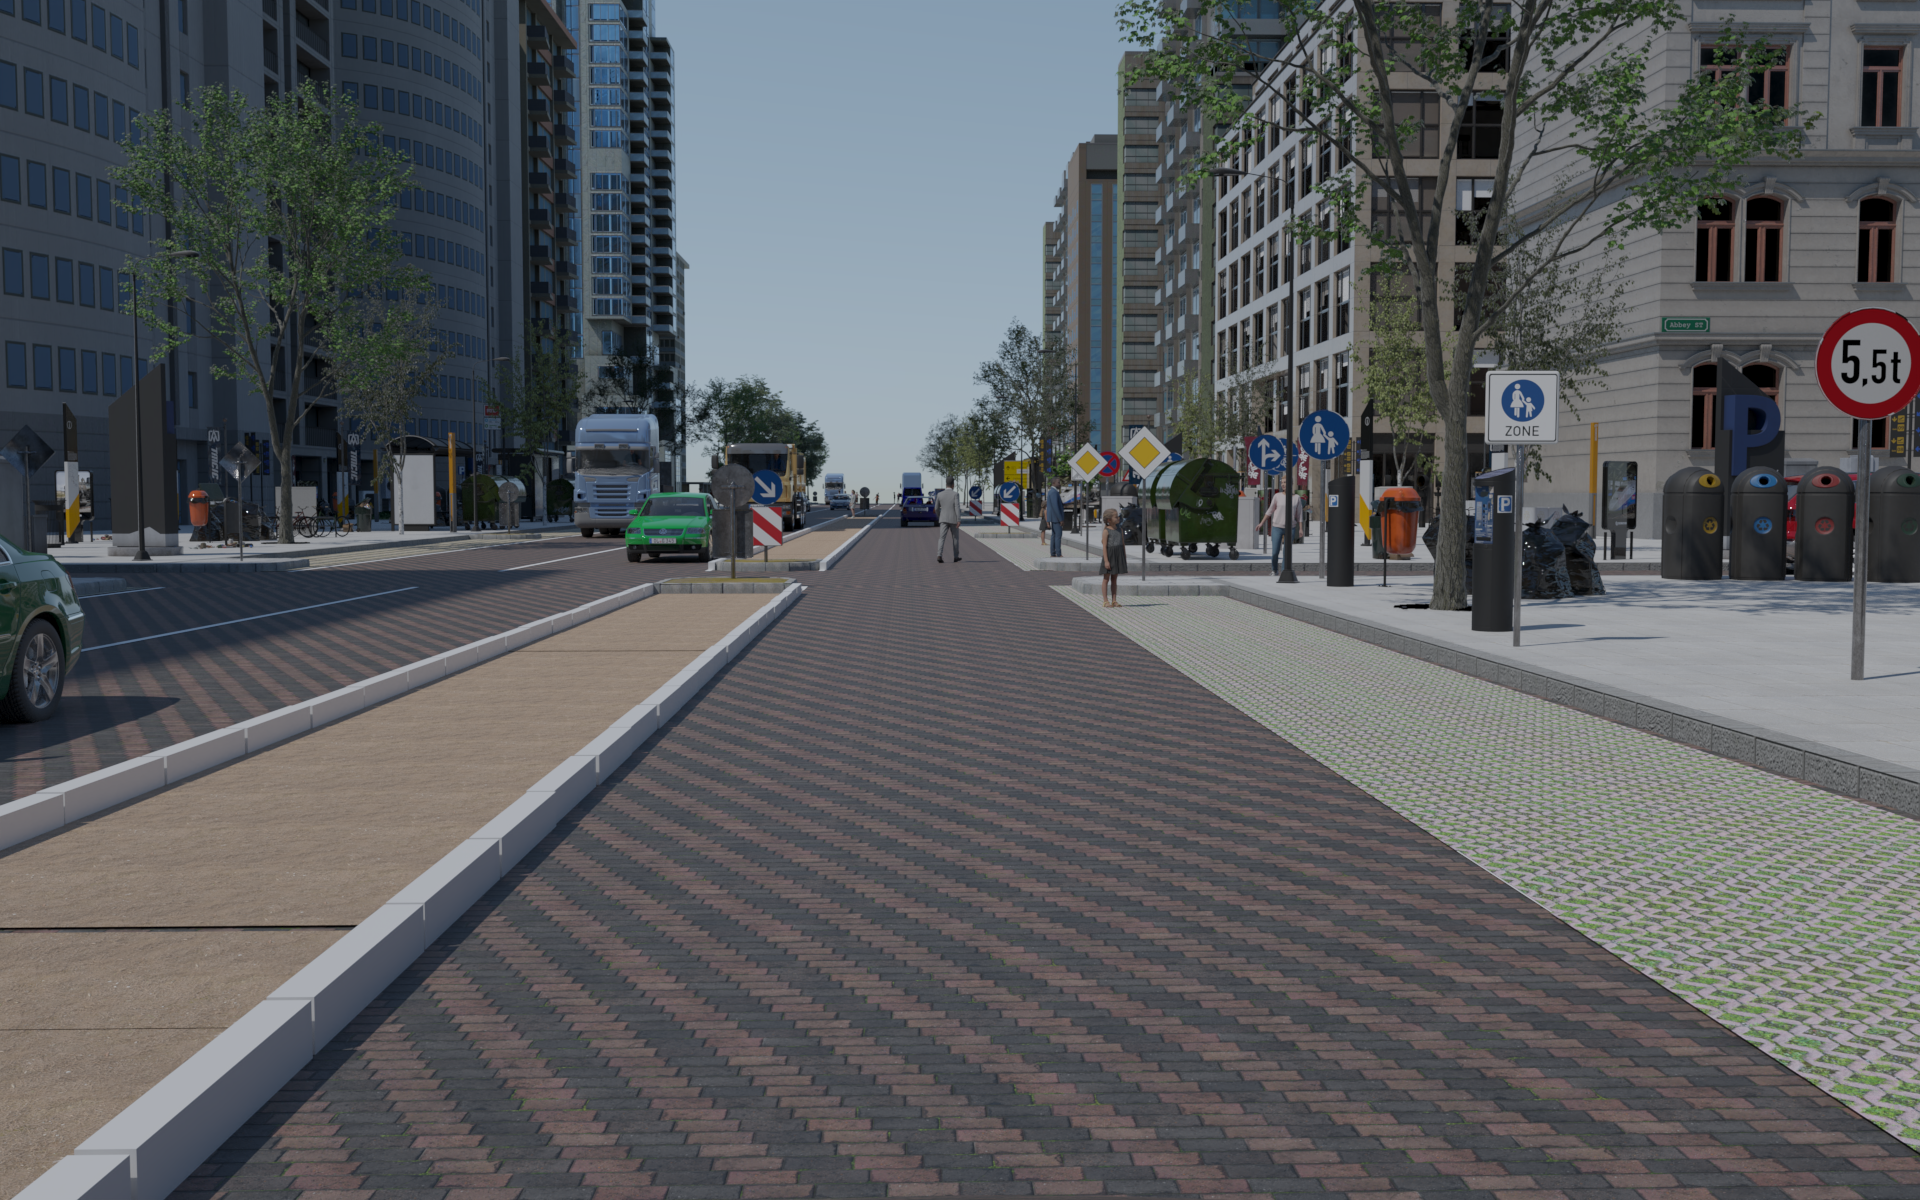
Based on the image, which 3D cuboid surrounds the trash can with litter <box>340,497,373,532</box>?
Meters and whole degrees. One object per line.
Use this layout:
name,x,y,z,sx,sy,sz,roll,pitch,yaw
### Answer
trash can with litter,-20.303,-2.865,58.237,1.055,1.170,0.624,0,4,-5

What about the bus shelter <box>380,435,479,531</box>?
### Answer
bus shelter,-18.894,-4.165,62.018,2.014,3.302,5.546,0,4,-2

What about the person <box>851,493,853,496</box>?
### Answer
person,-11.858,-11.325,193.534,0.599,1.838,0.709,-2,4,-23

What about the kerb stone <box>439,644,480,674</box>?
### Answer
kerb stone,-4.113,0.495,14.102,0.120,0.150,1.000,0,4,-2

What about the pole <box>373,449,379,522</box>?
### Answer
pole,-26.683,-5.217,79.145,0.158,3.312,0.155,0,3,0

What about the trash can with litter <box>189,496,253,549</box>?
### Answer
trash can with litter,-17.714,-1.852,41.343,1.678,1.210,2.233,1,4,13

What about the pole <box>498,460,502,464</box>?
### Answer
pole,-25.737,-6.309,97.002,0.158,3.312,0.155,0,3,0

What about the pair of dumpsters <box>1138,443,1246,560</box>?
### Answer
pair of dumpsters,4.714,-2.016,35.451,1.574,2.255,4.437,0,4,-2

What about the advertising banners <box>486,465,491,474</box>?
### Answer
advertising banners,-28.779,-6.507,102.578,2.074,3.025,0.090,-2,4,-33

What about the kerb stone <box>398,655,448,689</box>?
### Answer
kerb stone,-4.081,0.558,13.076,0.120,0.150,1.000,0,4,-2

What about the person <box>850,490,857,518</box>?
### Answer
person,-6.332,-5.702,102.726,0.522,1.701,0.512,-2,4,-28

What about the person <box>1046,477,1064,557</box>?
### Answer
person,2.075,-1.762,37.490,0.419,1.800,0.721,-1,4,-13

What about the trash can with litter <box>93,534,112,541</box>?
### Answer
trash can with litter,-23.484,-2.285,48.425,2.233,1.210,1.678,3,4,38

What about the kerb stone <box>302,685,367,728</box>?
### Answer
kerb stone,-4.010,0.686,11.023,0.120,0.150,1.000,0,4,-2

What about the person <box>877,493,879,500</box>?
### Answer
person,-11.255,-13.985,238.616,0.415,1.643,0.593,-1,4,-20

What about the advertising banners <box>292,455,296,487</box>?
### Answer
advertising banners,-30.111,-4.994,77.836,0.090,3.025,2.074,-2,4,-34

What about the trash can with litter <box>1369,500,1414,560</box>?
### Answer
trash can with litter,8.502,-1.379,33.926,0.624,1.170,1.055,-2,4,-25

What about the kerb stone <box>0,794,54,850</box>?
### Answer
kerb stone,-3.891,0.937,6.933,0.120,0.150,1.000,0,4,-2

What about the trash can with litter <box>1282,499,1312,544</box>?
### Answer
trash can with litter,8.533,-2.015,44.329,0.624,1.170,1.055,2,4,35

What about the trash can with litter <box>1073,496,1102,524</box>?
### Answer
trash can with litter,5.907,-3.932,75.349,2.233,1.210,1.678,-3,5,-40

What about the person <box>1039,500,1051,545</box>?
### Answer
person,2.376,-2.140,48.164,0.373,1.253,0.362,-1,4,-10

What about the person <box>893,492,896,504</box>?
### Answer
person,-9.290,-14.580,247.704,0.721,1.723,1.217,0,4,-4

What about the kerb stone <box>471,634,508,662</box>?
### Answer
kerb stone,-4.145,0.433,15.124,0.120,0.150,1.000,0,4,-2

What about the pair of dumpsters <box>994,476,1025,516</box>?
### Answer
pair of dumpsters,2.808,-5.834,97.886,1.574,2.255,4.437,0,4,-2

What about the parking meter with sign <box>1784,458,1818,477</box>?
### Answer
parking meter with sign,17.740,-2.470,36.650,1.738,3.016,0.543,0,4,6

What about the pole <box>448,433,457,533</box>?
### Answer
pole,-16.912,-3.908,57.731,0.158,3.312,0.155,0,3,0

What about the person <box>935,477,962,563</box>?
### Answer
person,-0.242,-1.678,36.211,0.678,1.792,0.850,2,4,24

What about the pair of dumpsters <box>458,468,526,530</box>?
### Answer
pair of dumpsters,-17.019,-3.703,63.039,1.574,2.255,4.437,0,4,-2

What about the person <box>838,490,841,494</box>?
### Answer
person,-12.917,-10.802,185.119,0.705,1.824,1.348,2,4,27

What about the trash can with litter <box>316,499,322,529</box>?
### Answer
trash can with litter,-24.043,-3.179,63.035,1.678,1.210,2.233,2,4,33

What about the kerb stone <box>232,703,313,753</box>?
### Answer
kerb stone,-3.984,0.746,10.001,0.120,0.150,1.000,0,4,-2

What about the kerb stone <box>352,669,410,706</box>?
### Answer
kerb stone,-4.046,0.621,12.044,0.120,0.150,1.000,0,4,-2

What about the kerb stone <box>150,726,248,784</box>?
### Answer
kerb stone,-3.959,0.808,8.979,0.120,0.150,1.000,0,4,-2

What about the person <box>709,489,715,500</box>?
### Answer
person,-15.804,-6.245,110.572,1.348,1.831,0.705,3,4,39

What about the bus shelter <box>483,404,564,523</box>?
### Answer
bus shelter,-20.283,-6.275,80.224,2.179,5.291,8.768,0,4,-2

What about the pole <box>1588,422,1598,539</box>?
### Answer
pole,18.055,-3.396,49.370,0.158,3.312,0.155,0,3,0

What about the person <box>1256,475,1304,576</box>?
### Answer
person,5.152,-1.153,28.030,0.731,1.740,0.598,0,4,1

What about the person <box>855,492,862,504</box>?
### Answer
person,-13.561,-13.400,228.303,1.217,1.736,0.721,-1,4,-17

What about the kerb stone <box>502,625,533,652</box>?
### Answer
kerb stone,-4.176,0.374,16.159,0.120,0.150,1.000,0,4,-2

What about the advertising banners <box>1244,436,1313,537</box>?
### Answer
advertising banners,9.548,-3.415,52.019,2.074,3.025,0.090,1,4,19

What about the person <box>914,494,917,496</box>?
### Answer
person,-3.043,-6.372,115.903,0.599,1.433,0.991,-1,4,-17

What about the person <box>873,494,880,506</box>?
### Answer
person,-9.761,-11.665,202.485,1.065,1.426,0.557,3,5,40

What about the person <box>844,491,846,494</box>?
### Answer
person,-13.677,-12.102,206.347,0.705,1.826,1.348,-2,4,-25

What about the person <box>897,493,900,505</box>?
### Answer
person,-8.309,-13.682,233.674,0.415,1.643,0.593,1,4,22

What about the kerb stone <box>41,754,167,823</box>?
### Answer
kerb stone,-3.930,0.871,7.955,0.120,0.150,1.000,0,4,-2

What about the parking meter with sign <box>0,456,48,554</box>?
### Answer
parking meter with sign,-19.101,-2.342,34.553,0.543,3.016,1.738,1,4,19

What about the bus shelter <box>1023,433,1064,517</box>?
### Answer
bus shelter,4.830,-7.478,99.895,2.179,5.291,8.768,0,4,-2

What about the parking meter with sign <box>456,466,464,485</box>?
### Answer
parking meter with sign,-30.931,-6.761,106.810,0.543,3.016,1.738,0,4,3

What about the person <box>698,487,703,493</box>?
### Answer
person,-13.354,-4.949,89.761,0.599,1.781,0.374,-1,4,-11

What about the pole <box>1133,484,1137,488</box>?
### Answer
pole,8.869,-5.748,87.821,0.158,3.312,0.155,0,3,0

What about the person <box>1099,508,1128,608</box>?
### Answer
person,1.947,-0.528,21.806,0.362,1.253,0.373,-2,4,-31
